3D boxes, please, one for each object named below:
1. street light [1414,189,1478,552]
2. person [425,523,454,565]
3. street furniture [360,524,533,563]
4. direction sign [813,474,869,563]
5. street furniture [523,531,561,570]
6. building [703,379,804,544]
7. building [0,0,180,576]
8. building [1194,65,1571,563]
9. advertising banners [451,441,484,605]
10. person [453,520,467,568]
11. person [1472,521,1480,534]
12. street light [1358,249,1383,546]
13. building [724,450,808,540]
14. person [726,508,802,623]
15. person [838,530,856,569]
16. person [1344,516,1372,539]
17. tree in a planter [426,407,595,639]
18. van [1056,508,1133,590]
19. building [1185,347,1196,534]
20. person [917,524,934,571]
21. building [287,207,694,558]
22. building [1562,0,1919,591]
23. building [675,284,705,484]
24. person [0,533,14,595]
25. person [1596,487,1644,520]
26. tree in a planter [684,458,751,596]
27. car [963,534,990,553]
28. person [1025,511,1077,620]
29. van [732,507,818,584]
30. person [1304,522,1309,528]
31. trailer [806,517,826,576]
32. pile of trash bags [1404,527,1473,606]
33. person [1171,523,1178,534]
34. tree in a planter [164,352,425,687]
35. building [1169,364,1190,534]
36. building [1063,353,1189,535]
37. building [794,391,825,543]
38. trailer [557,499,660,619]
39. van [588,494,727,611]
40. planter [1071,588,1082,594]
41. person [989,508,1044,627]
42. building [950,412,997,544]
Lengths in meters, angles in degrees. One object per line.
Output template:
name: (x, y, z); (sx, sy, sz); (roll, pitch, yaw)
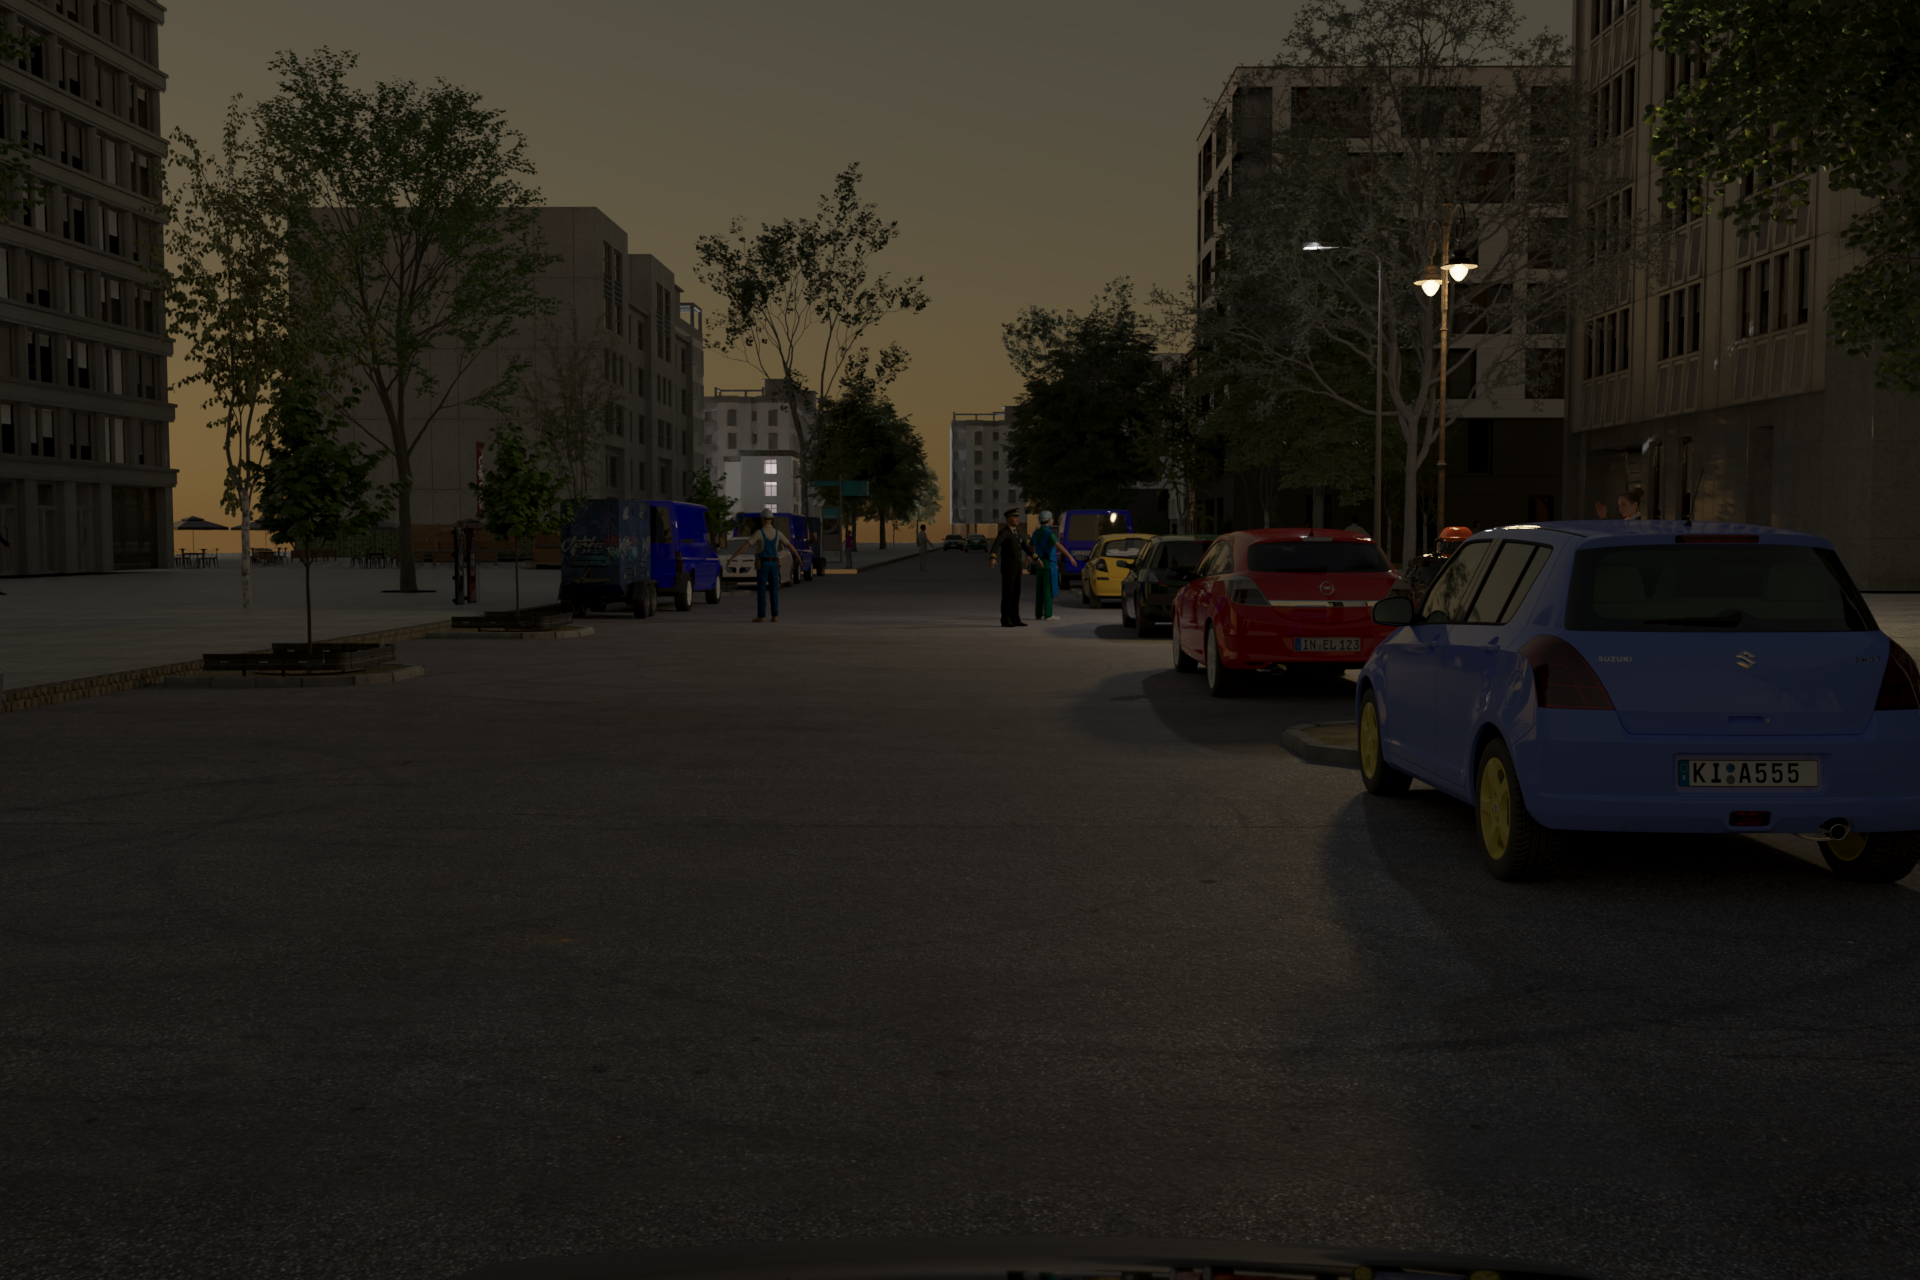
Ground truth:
street light: (6.609, -3.115, 23.722); (0.468, 5.910, 1.993); (0, 4, 1)
person: (-21.568, -3.970, 71.712); (1.217, 1.733, 0.721); (-3, 5, -39)
street furniture: (-22.023, -4.514, 80.651); (11.010, 1.723, 9.812); (-1, 4, -20)
direction sign: (-5.336, -5.469, 78.173); (2.525, 3.948, 1.411); (0, 4, 0)
street furniture: (-12.315, -3.667, 66.814); (9.812, 1.723, 11.010); (-1, 4, -15)
building: (-25.373, -21.741, 211.882); (16.016, 20.090, 11.380); (0, 4, 1)
building: (-30.909, -12.476, 50.651); (8.464, 21.280, 15.925); (0, 4, 1)
building: (26.202, -15.182, 92.203); (27.936, 21.610, 32.646); (0, 4, 1)
advertising banners: (-9.103, -2.201, 32.179); (0.090, 3.025, 2.074); (0, 4, 1)
person: (-18.896, -3.635, 65.553); (0.705, 1.813, 1.348); (-3, 5, -39)
person: (17.990, -3.260, 60.053); (0.721, 1.744, 1.215); (2, 4, 33)
street light: (7.215, -3.367, 27.594); (1.470, 5.913, 1.316); (0, 4, 1)
building: (-20.908, -14.959, 186.732); (9.099, 9.664, 28.070); (0, 4, 1)
person: (-3.146, -1.213, 28.151); (1.347, 1.847, 0.705); (-2, 4, -31)
person: (-4.154, -3.350, 64.035); (0.599, 1.433, 0.991); (3, 4, 37)
person: (11.816, -2.802, 51.972); (1.344, 1.810, 0.704); (0, 4, 4)
tree in a planter: (-6.284, -1.668, 24.496); (1.991, 3.239, 1.994); (0, 4, 1)
van: (3.526, -2.552, 46.108); (2.240, 2.365, 5.245); (0, 4, 1)
building: (28.440, -18.717, 136.953); (19.493, 23.208, 18.063); (0, 4, 1)
person: (-1.398, -3.563, 66.898); (0.705, 1.806, 1.347); (-2, 4, -26)
building: (-27.817, -14.876, 109.679); (16.747, 18.905, 31.486); (0, 4, 1)
building: (25.605, -14.002, 46.195); (12.078, 24.872, 19.932); (0, 4, 1)
building: (-26.494, -16.824, 131.495); (16.016, 20.090, 11.380); (0, 4, 1)
person: (-20.217, -1.846, 36.226); (0.704, 1.823, 1.345); (0, 4, -5)
person: (6.268, -0.598, 16.616); (0.445, 1.727, 0.742); (-2, 4, -25)
tree in a planter: (-6.003, -2.668, 40.840); (1.991, 3.239, 1.994); (0, 4, 2)
car: (1.280, -7.568, 135.531); (2.131, 1.459, 4.920); (0, 4, 1)
person: (1.449, -1.239, 28.842); (0.704, 1.817, 1.347); (-2, 4, -34)
van: (-5.489, -2.873, 51.352); (2.240, 2.365, 5.245); (0, 4, 1)
person: (14.868, -4.158, 74.210); (0.704, 1.802, 1.346); (3, 5, 41)
trailer: (-5.376, -3.139, 58.374); (1.471, 1.999, 3.904); (0, 4, 1)
pile of trash bags: (6.254, -0.669, 20.697); (1.912, 1.369, 3.447); (0, 4, 1)
person: (10.729, -4.953, 87.119); (0.704, 1.843, 1.345); (1, 4, 23)
tree in a planter: (-6.466, -1.217, 17.121); (1.991, 3.239, 1.994); (0, 4, 1)
building: (28.135, -20.405, 190.042); (16.016, 20.090, 11.380); (0, 4, 1)
building: (26.373, -22.498, 211.813); (27.936, 21.610, 32.646); (0, 4, 1)
building: (-24.139, -22.802, 229.237); (16.016, 20.090, 11.380); (0, 4, 1)
trailer: (-6.017, -1.339, 28.948); (1.471, 1.999, 3.904); (0, 4, 1)
van: (-5.897, -1.795, 33.733); (2.240, 2.365, 5.245); (0, 4, 1)
planter: (3.699, -1.281, 42.090); (1.991, 0.319, 1.994); (0, 4, 2)
person: (0.819, -1.123, 26.753); (0.705, 1.837, 1.347); (3, 4, 37)
building: (-1.164, -24.510, 259.609); (11.380, 20.090, 16.016); (0, 4, 5)
